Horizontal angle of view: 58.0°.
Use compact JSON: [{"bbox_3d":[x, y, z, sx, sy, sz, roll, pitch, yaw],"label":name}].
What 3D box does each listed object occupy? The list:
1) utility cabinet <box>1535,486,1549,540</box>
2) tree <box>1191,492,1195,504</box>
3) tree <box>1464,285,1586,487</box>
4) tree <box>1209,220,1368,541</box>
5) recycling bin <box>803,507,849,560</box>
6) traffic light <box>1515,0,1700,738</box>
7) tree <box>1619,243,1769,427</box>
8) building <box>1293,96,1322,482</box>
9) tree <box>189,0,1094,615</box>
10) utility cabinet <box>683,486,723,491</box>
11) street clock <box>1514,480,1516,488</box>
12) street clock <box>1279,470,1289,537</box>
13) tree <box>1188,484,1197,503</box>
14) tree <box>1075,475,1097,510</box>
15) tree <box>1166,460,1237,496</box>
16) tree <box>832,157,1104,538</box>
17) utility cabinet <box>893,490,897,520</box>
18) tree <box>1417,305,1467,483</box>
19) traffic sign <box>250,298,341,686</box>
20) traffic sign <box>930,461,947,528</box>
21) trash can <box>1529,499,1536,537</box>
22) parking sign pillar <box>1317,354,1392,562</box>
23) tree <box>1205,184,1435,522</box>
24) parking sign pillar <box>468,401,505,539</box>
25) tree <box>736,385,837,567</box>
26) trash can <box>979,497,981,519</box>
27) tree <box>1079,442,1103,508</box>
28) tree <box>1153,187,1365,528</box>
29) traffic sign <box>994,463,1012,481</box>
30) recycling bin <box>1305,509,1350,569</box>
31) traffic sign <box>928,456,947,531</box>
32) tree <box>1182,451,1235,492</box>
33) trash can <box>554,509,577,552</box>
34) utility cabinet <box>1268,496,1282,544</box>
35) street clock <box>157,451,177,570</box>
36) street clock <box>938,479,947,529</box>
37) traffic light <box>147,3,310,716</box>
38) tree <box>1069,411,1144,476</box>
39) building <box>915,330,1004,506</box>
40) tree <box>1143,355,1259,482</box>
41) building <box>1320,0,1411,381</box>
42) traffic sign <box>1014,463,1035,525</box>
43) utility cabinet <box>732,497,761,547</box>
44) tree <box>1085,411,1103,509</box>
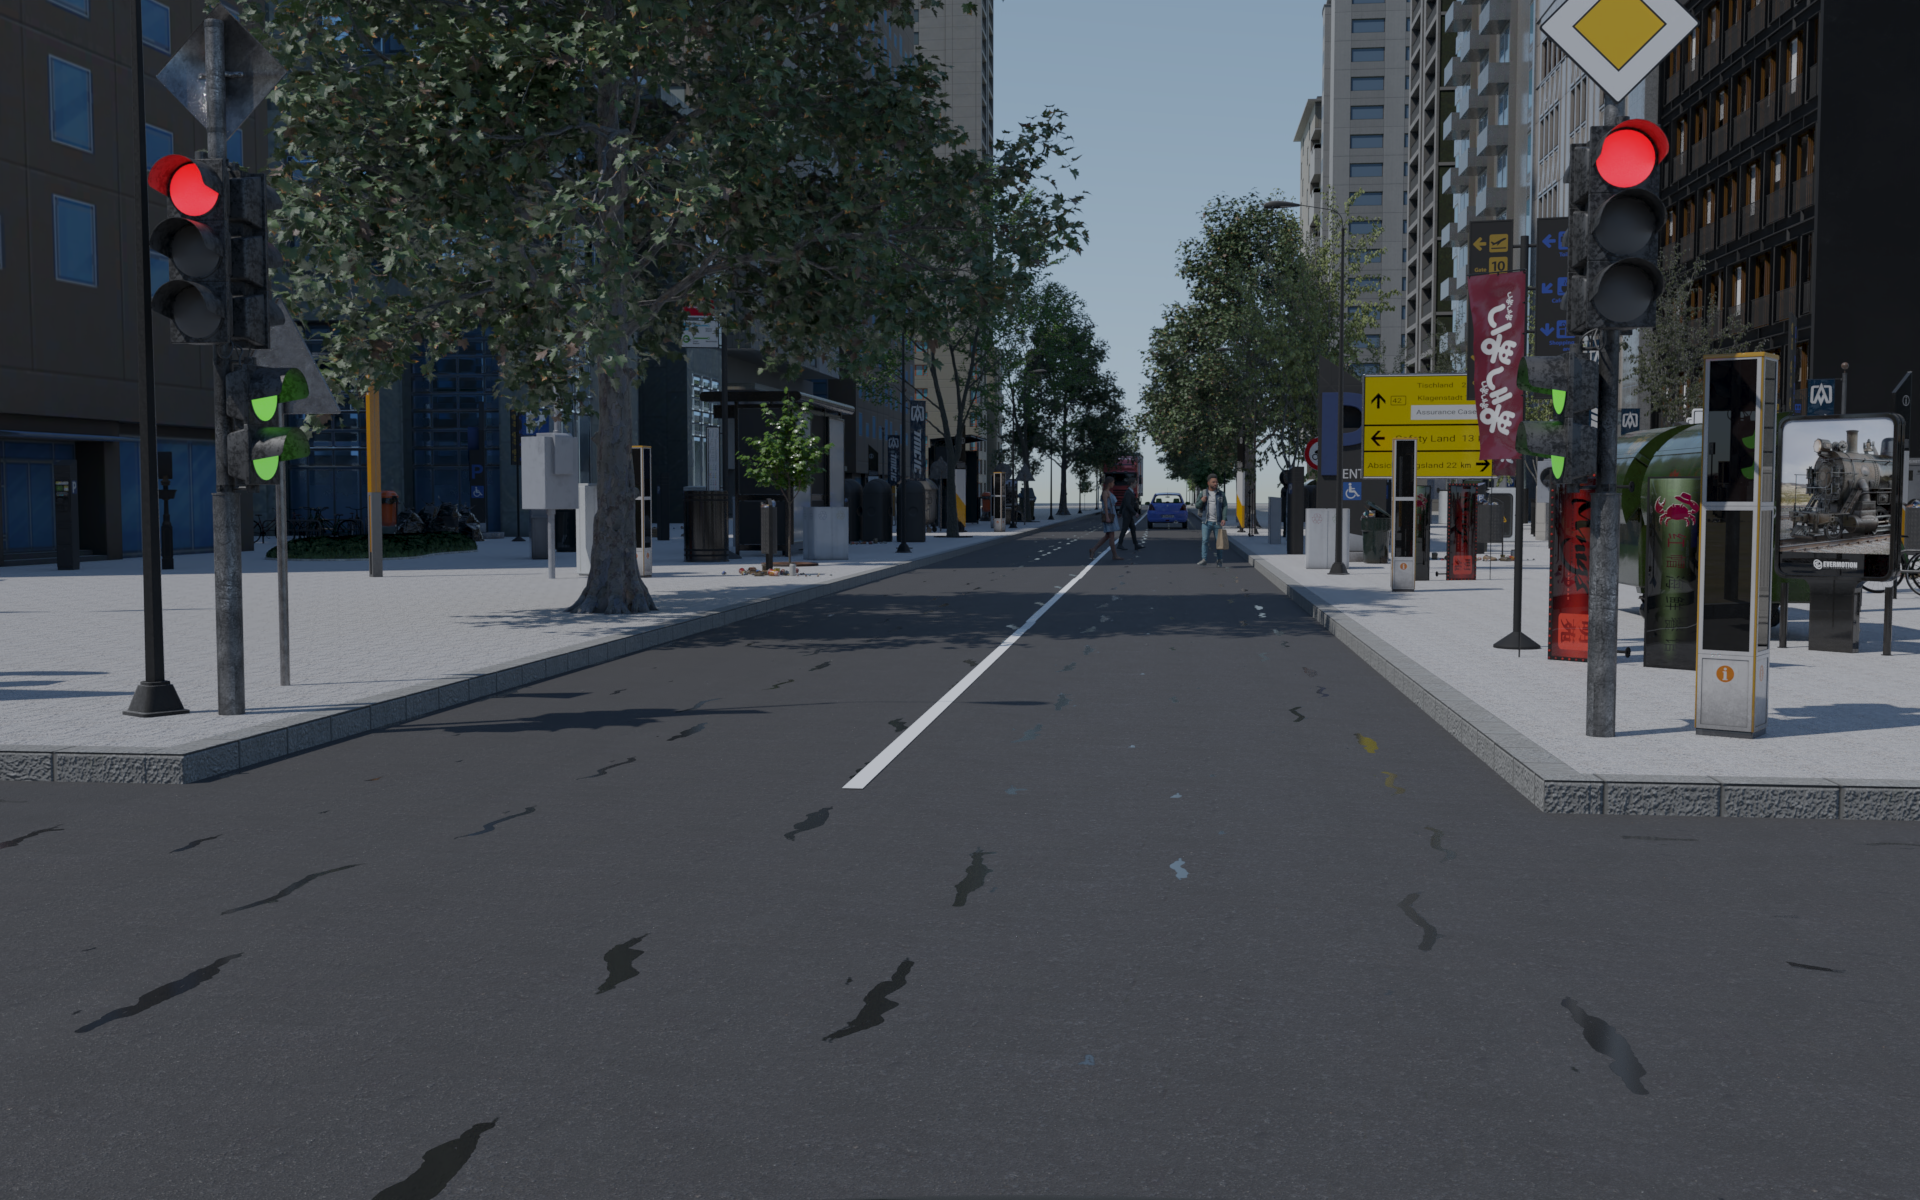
[{"bbox_3d":[16.397,-2.409,48.070,0.318,1.500,1.173,3,5,44],"label":"utility cabinet"},{"bbox_3d":[31.396,-18.758,232.455,9.928,11.665,9.643,0,3,0],"label":"tree"},{"bbox_3d":[19.696,-6.657,59.210,4.737,8.622,4.395,0,3,0],"label":"tree"},{"bbox_3d":[9.090,-5.946,47.584,4.360,8.622,3.978,0,3,0],"label":"tree"},{"bbox_3d":[-2.628,-1.305,33.892,0.722,1.027,0.722,-2,4,-24],"label":"recycling bin"},{"bbox_3d":[3.381,-1.233,9.079,0.839,4.253,0.868,0,4,7],"label":"traffic light"},{"bbox_3d":[21.000,-6.131,50.605,4.360,8.622,3.978,0,3,0],"label":"tree"},{"bbox_3d":[58.455,-38.849,224.421,28.713,52.752,27.495,0,4,7],"label":"building"},{"bbox_3d":[-3.733,-6.219,18.691,9.611,12.733,9.660,0,3,0],"label":"tree"},{"bbox_3d":[-6.928,-2.328,46.738,1.173,1.500,0.318,2,4,33],"label":"utility cabinet"},{"bbox_3d":[26.198,-4.751,82.249,0.471,2.002,0.358,1,4,19],"label":"street clock"},{"bbox_3d":[9.691,-2.855,51.243,0.471,2.002,0.358,-1,4,-22],"label":"street clock"},{"bbox_3d":[12.362,-7.808,78.021,4.737,8.622,4.395,0,3,0],"label":"tree"},{"bbox_3d":[9.887,-8.724,137.238,1.663,3.219,1.824,0,3,0],"label":"tree"},{"bbox_3d":[24.203,-15.778,176.101,7.486,12.596,7.792,0,3,0],"label":"tree"},{"bbox_3d":[-0.199,-7.655,50.919,9.928,11.665,9.643,0,3,0],"label":"tree"},{"bbox_3d":[-3.030,-4.616,84.158,0.318,1.500,1.173,2,4,33],"label":"utility cabinet"},{"bbox_3d":[19.978,-7.234,68.637,4.360,8.622,3.978,0,3,0],"label":"tree"},{"bbox_3d":[-4.519,-0.705,11.526,0.884,2.594,0.081,1,4,15],"label":"traffic sign"},{"bbox_3d":[-0.777,-3.988,65.303,0.768,2.556,0.104,1,4,14],"label":"traffic sign"},{"bbox_3d":[17.514,-2.478,52.171,0.748,1.137,0.748,0,3,0],"label":"trash can"},{"bbox_3d":[7.523,-2.737,33.228,1.447,3.967,1.447,1,4,12],"label":"parking sign pillar"},{"bbox_3d":[8.249,-5.514,40.509,4.737,8.622,4.395,0,3,0],"label":"tree"},{"bbox_3d":[-13.881,-3.752,49.823,1.447,3.967,1.447,-1,4,-15],"label":"parking sign pillar"},{"bbox_3d":[-3.075,-2.229,31.039,1.663,3.219,1.824,0,3,0],"label":"tree"},{"bbox_3d":[0.719,-4.486,85.007,0.748,1.137,0.748,0,3,0],"label":"trash can"},{"bbox_3d":[12.899,-12.796,159.571,4.360,8.622,3.978,0,3,0],"label":"tree"},{"bbox_3d":[10.791,-9.052,65.010,9.611,12.733,9.660,0,3,0],"label":"tree"},{"bbox_3d":[1.758,-4.351,71.247,0.768,2.556,0.104,1,4,11],"label":"traffic sign"},{"bbox_3d":[6.330,-1.059,29.861,0.722,1.027,0.722,1,4,10],"label":"recycling bin"},{"bbox_3d":[-0.663,-3.633,59.409,0.884,2.594,0.081,1,4,12],"label":"traffic sign"},{"bbox_3d":[16.166,-7.844,111.967,4.285,4.588,4.351,0,3,0],"label":"tree"},{"bbox_3d":[-8.722,-1.634,38.374,0.748,1.137,0.748,0,3,0],"label":"trash can"},{"bbox_3d":[8.117,-2.048,44.652,0.306,1.237,1.020,0,4,7],"label":"utility cabinet"},{"bbox_3d":[-13.493,-1.521,29.444,0.358,2.002,0.471,-2,4,-24],"label":"street clock"},{"bbox_3d":[-0.584,-3.620,63.756,0.358,2.002,0.471,2,4,34],"label":"street clock"},{"bbox_3d":[-4.228,-1.288,9.972,0.839,4.253,0.868,0,4,7],"label":"traffic light"},{"bbox_3d":[14.944,-14.959,178.996,8.767,10.594,7.601,1,4,13],"label":"tree"},{"bbox_3d":[-10.061,-21.669,199.327,27.650,21.520,28.899,0,4,7],"label":"building"},{"bbox_3d":[19.442,-14.152,138.037,9.857,13.997,8.962,0,3,0],"label":"tree"},{"bbox_3d":[51.587,-40.036,196.587,21.231,58.520,28.212,0,4,7],"label":"building"},{"bbox_3d":[2.676,-4.375,71.543,0.884,2.594,0.081,1,4,8],"label":"traffic sign"},{"bbox_3d":[-5.026,-1.897,42.178,1.020,1.237,0.306,2,4,24],"label":"utility cabinet"},{"bbox_3d":[12.448,-12.390,152.940,4.737,8.622,4.395,0,3,0],"label":"tree"}]
